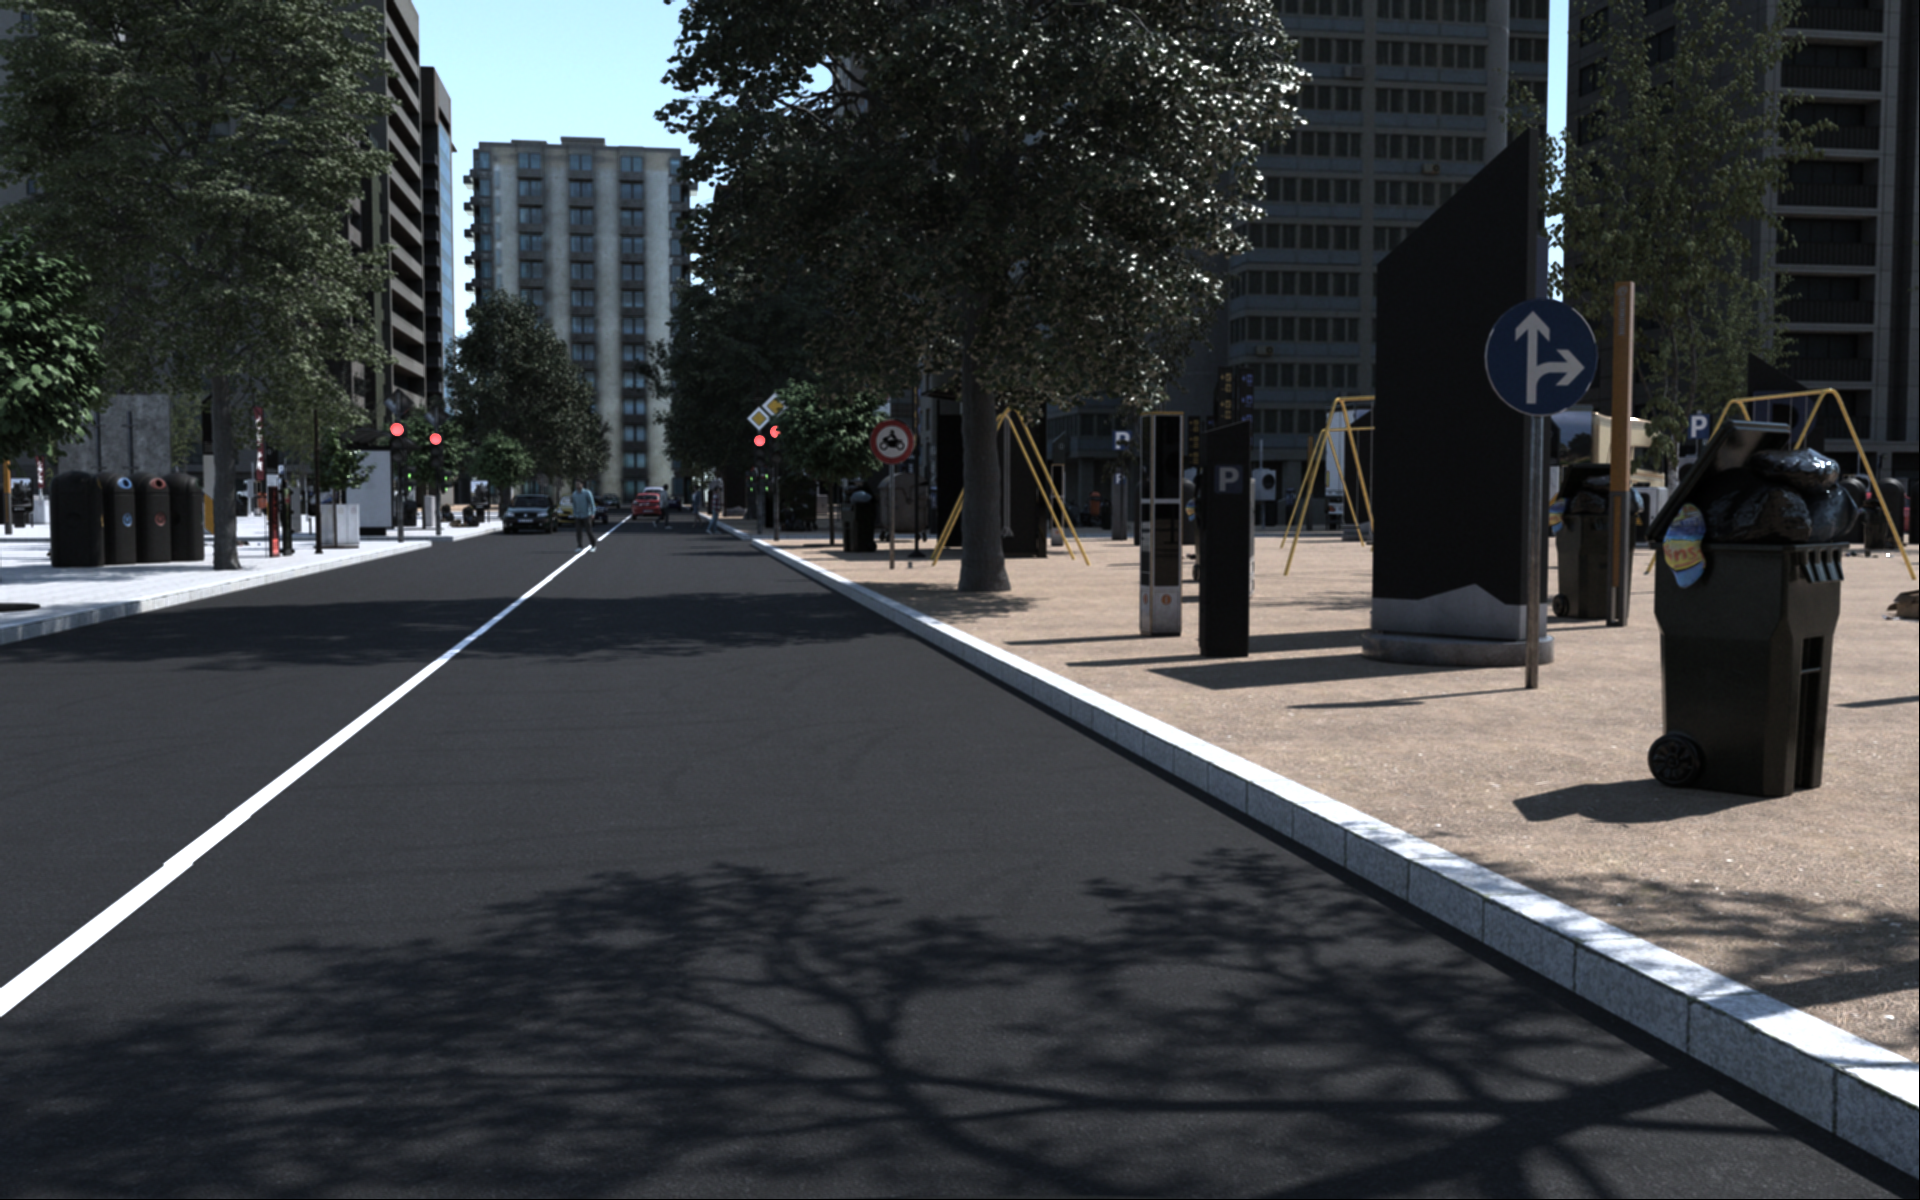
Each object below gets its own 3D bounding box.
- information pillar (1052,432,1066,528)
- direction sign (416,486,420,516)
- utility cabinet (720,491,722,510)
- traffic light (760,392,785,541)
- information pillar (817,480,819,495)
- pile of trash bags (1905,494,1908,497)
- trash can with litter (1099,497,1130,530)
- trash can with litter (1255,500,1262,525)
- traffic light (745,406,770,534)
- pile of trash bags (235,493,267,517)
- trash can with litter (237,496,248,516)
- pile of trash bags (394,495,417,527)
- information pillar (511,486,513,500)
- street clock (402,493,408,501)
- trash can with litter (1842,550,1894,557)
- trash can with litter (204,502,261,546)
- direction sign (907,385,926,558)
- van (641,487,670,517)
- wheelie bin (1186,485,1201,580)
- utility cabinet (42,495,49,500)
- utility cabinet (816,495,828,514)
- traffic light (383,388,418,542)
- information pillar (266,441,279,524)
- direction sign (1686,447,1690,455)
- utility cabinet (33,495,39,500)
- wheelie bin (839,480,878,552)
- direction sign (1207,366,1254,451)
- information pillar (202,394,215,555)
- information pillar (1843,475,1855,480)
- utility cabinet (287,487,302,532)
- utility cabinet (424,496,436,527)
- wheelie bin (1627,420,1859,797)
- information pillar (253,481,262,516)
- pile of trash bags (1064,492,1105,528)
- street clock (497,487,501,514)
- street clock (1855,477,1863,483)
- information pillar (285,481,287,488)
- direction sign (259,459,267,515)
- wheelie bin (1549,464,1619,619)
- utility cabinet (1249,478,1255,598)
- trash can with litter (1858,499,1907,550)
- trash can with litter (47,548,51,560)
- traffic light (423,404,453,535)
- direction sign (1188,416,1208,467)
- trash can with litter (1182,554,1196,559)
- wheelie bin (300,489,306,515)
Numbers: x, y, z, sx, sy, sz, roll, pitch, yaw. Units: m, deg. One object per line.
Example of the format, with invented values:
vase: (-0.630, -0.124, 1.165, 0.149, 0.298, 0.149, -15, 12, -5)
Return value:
information pillar: (3.709, -4.494, 64.826, 0.504, 3.616, 0.183, -1, 4, -13)
direction sign: (-32.499, -6.822, 103.532, 0.876, 3.537, 0.379, 1, 4, 22)
utility cabinet: (-17.366, -7.239, 127.039, 0.318, 1.500, 1.173, 2, 4, 24)
traffic light: (-5.078, -3.590, 47.619, 0.839, 4.253, 0.868, -1, 4, -10)
information pillar: (-9.924, -7.871, 120.052, 0.183, 3.616, 0.504, -3, 5, -40)
pile of trash bags: (36.772, -3.507, 67.095, 1.912, 1.369, 3.447, 3, 5, 41)
trash can with litter: (5.569, -3.108, 62.204, 1.055, 1.170, 0.624, 0, 4, -6)
trash can with litter: (11.960, -3.631, 70.749, 0.624, 1.170, 1.055, 3, 4, 38)
traffic light: (-6.446, -4.071, 55.487, 0.839, 4.253, 0.868, -1, 4, -10)
pile of trash bags: (-41.282, -5.450, 98.853, 3.447, 1.369, 1.912, -3, 5, -40)
trash can with litter: (-42.026, -5.509, 101.463, 0.624, 1.170, 1.055, -1, 4, -21)
pile of trash bags: (-22.471, -3.593, 68.493, 1.912, 1.369, 3.447, -1, 4, -14)
information pillar: (-28.136, -7.179, 108.735, 0.183, 3.616, 0.504, 0, 4, -5)
street clock: (-24.938, -4.490, 77.976, 0.471, 2.002, 0.358, 2, 4, 34)
trash can with litter: (17.928, -1.500, 35.582, 2.233, 1.210, 1.678, 2, 4, 34)
trash can with litter: (-18.289, -1.954, 43.013, 1.678, 1.210, 2.233, -1, 4, -13)
direction sign: (-0.879, -2.632, 35.028, 0.379, 3.537, 0.876, 0, 4, 6)
van: (-19.686, -6.395, 111.570, 2.013, 2.044, 4.112, -1, 4, -9)
wheelie bin: (3.855, -1.084, 25.638, 0.980, 1.594, 0.693, 0, 4, -6)
utility cabinet: (-47.602, -4.835, 90.209, 0.306, 1.237, 1.020, -2, 4, -34)
utility cabinet: (-8.894, -6.028, 109.721, 1.020, 1.237, 0.306, -1, 4, -23)
traffic light: (-14.841, -3.486, 45.912, 0.839, 4.253, 0.868, -1, 4, -10)
information pillar: (-29.048, -5.003, 73.151, 0.504, 3.616, 0.183, 0, 4, -6)
direction sign: (34.999, -5.588, 83.354, 0.379, 3.537, 0.876, 1, 4, 15)
utility cabinet: (-58.584, -6.003, 109.308, 0.306, 1.237, 1.020, 1, 4, 20)
wheelie bin: (-2.243, -1.860, 38.320, 0.693, 1.594, 0.980, -3, 4, -38)
direction sign: (4.922, -2.384, 30.970, 0.876, 3.537, 0.379, -3, 4, -37)
information pillar: (-15.663, -2.760, 36.480, 0.504, 3.616, 0.183, -1, 4, -8)
information pillar: (33.645, -3.737, 65.594, 0.304, 2.012, 0.304, -1, 4, -18)
utility cabinet: (-22.242, -3.009, 57.872, 0.318, 1.500, 1.173, -2, 4, -28)
utility cabinet: (-20.726, -3.466, 67.832, 0.306, 1.237, 1.020, 0, 4, -6)
wheelie bin: (3.485, 0.018, 7.610, 0.980, 1.594, 0.693, -3, 5, -42)
information pillar: (-40.991, -5.907, 101.066, 0.304, 2.012, 0.304, 2, 4, 33)
pile of trash bags: (4.884, -3.490, 66.816, 1.912, 1.369, 3.447, -1, 4, -9)
street clock: (-27.915, -6.161, 105.296, 0.358, 2.002, 0.471, 2, 4, 31)
street clock: (37.669, -4.175, 72.835, 0.471, 2.002, 0.358, 0, 4, -6)
information pillar: (-36.910, -5.505, 94.497, 0.304, 2.012, 0.304, 0, 4, 4)
direction sign: (-42.378, -6.955, 105.718, 0.876, 3.537, 0.379, 1, 4, 15)
wheelie bin: (6.619, -0.614, 17.952, 0.980, 1.594, 0.693, 0, 4, -8)
utility cabinet: (3.490, -0.784, 21.491, 0.318, 1.500, 1.173, 1, 4, 12)
trash can with litter: (21.419, -1.765, 40.240, 1.055, 1.170, 0.624, -1, 4, -20)
trash can with litter: (-17.454, -1.368, 33.754, 1.055, 1.170, 0.624, 2, 4, 33)
traffic light: (-16.209, -3.967, 53.780, 0.839, 4.253, 0.868, -1, 4, -10)
direction sign: (7.042, -3.561, 50.226, 0.876, 3.537, 0.379, 1, 4, 10)
trash can with litter: (4.884, -1.432, 34.467, 2.233, 1.210, 1.678, -1, 4, -12)
wheelie bin: (-41.222, -6.164, 108.693, 0.693, 1.594, 0.980, -1, 4, -19)
